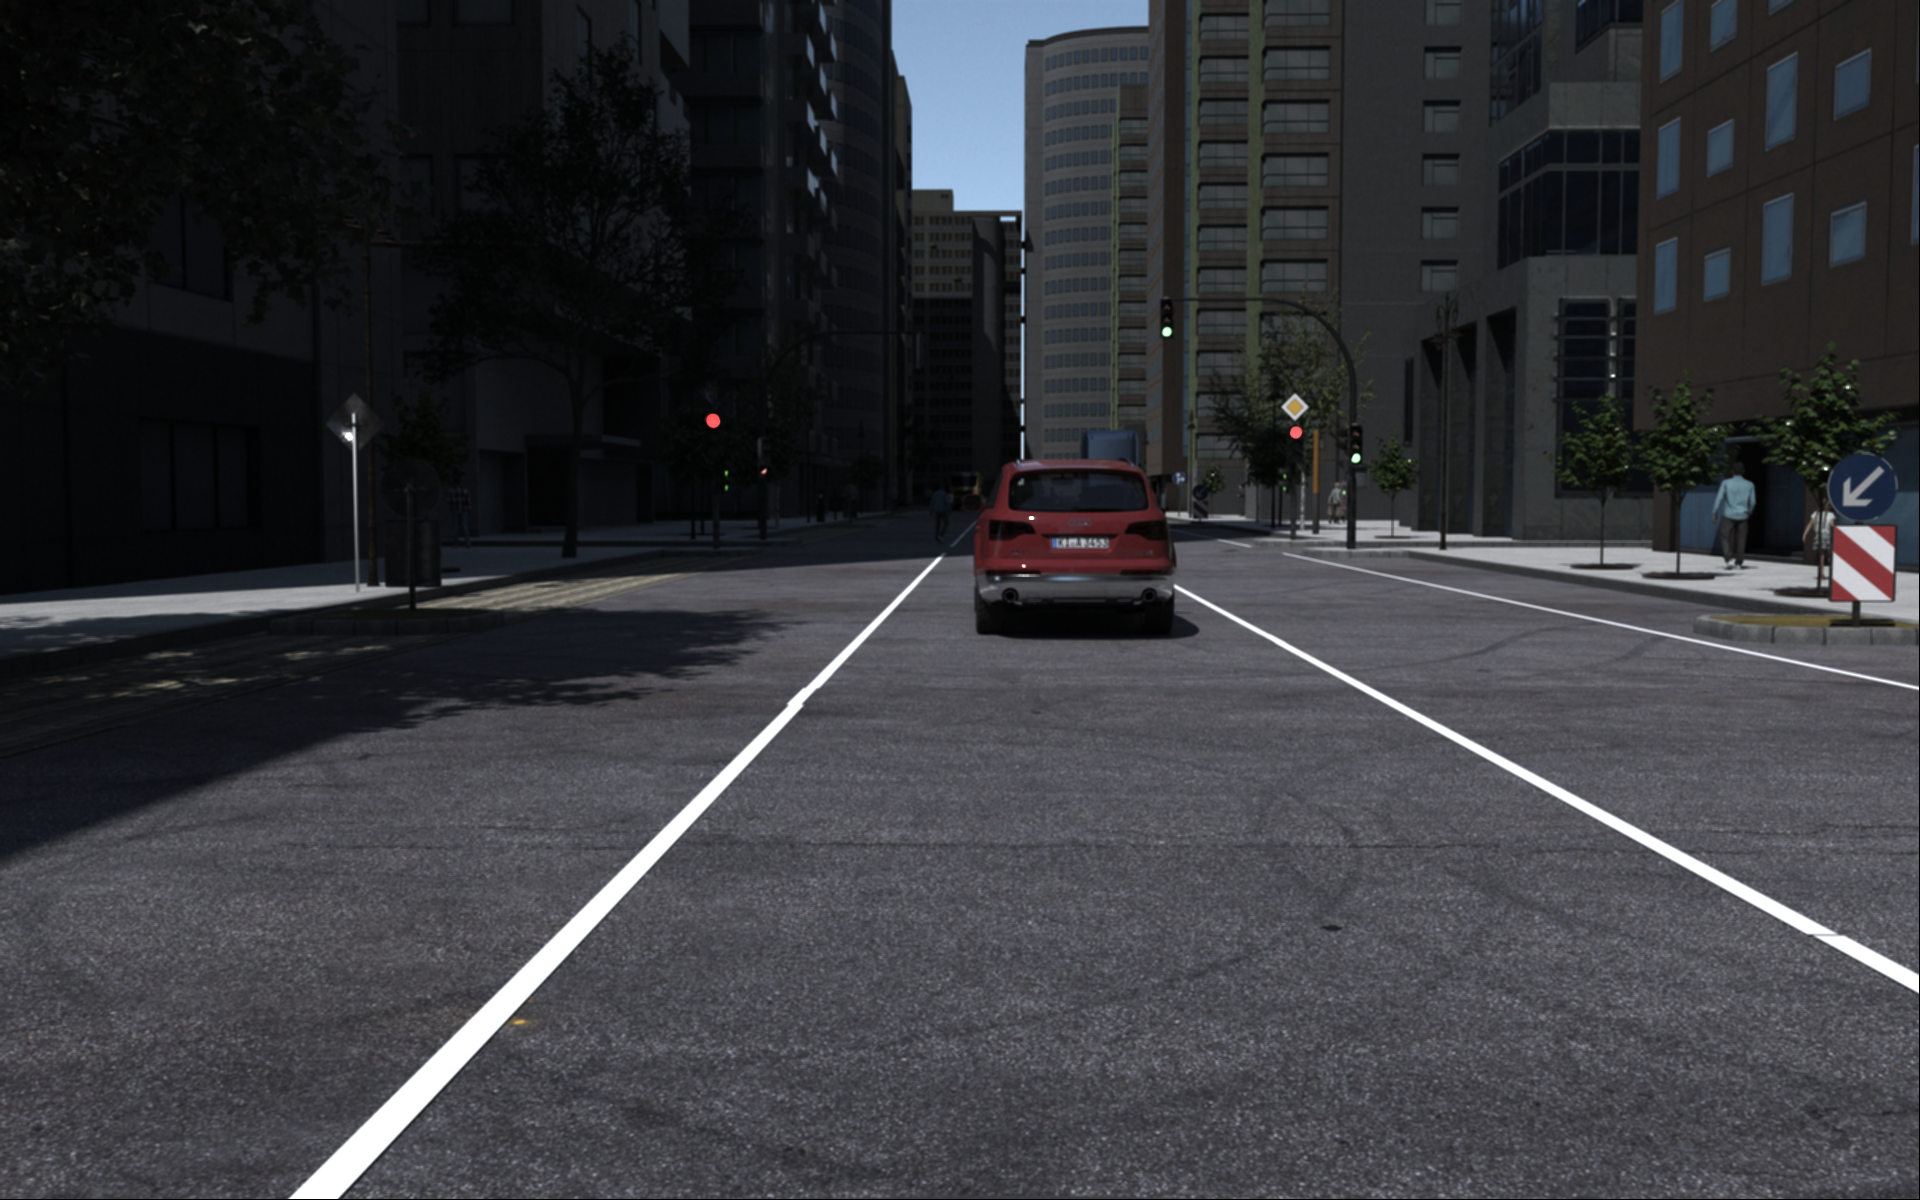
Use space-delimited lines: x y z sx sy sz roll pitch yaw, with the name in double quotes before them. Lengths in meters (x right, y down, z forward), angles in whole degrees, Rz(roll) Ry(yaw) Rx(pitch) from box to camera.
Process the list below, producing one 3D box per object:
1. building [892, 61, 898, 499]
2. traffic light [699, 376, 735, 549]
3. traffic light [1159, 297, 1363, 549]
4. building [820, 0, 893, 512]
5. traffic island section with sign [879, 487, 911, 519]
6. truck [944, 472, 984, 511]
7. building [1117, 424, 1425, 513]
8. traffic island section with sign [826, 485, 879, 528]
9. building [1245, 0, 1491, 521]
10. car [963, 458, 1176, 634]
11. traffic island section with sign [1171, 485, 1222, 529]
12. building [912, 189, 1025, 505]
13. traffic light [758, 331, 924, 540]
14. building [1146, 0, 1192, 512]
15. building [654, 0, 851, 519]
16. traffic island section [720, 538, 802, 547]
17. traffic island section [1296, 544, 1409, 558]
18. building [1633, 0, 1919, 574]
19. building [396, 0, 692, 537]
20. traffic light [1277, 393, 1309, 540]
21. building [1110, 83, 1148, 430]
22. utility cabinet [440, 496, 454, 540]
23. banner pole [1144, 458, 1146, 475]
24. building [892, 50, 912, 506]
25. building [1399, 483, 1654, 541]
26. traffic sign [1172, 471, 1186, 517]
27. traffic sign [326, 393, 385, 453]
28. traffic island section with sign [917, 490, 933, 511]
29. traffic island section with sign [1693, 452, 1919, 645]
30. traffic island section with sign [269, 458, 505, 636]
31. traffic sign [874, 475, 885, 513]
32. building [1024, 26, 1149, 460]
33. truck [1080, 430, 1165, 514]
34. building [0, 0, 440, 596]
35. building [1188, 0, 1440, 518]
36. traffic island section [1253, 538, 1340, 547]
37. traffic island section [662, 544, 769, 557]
"building" -13.229 -29.079 159.036 14.154 41.232 14.086 0 4 1
"traffic light" -5.696 -3.154 40.492 0.839 4.253 0.868 0 4 1
"traffic light" 6.968 -3.999 40.053 4.771 5.953 1.251 0 4 1
"building" -16.771 -36.406 137.238 21.231 58.520 28.212 0 4 1
"traffic island section with sign" -3.892 -5.664 101.237 1.989 1.847 2.006 0 4 1
"truck" 0.466 -9.525 151.655 3.469 3.379 9.791 0 4 2
"building" 26.124 -51.319 151.733 22.319 86.520 31.000 0 4 1
"traffic island section with sign" -4.596 -3.949 73.198 1.989 1.847 2.006 0 4 1
"building" 21.770 -24.830 89.566 14.154 41.232 14.086 0 4 1
"car" 1.168 -0.648 19.262 2.281 1.827 5.304 0 4 0
"traffic island section with sign" 9.912 -3.927 72.829 1.989 1.847 2.006 0 4 1
"building" -3.699 -32.526 223.677 23.993 40.220 32.217 0 4 1
"traffic light" -3.404 -4.513 48.458 4.771 5.953 1.251 0 4 1
"building" 21.621 -29.384 130.537 14.600 45.320 14.200 0 4 1
"building" -18.957 -29.355 99.565 23.786 49.044 30.456 0 4 1
"traffic island section" -5.537 -1.610 48.610 2.009 0.180 2.903 0 4 1
"traffic island section" 9.101 -1.099 40.255 2.009 0.180 2.903 0 4 1
"building" 21.967 -23.281 30.764 14.600 45.320 14.200 0 4 1
"building" -25.100 -28.941 62.421 28.713 52.752 27.495 0 4 1
"traffic light" 9.260 -3.621 48.125 0.839 4.253 0.868 0 4 1
"building" 22.692 -30.114 175.961 14.154 41.232 14.086 0 4 1
"utility cabinet" -14.508 -2.258 48.085 1.020 1.237 0.306 1 4 9
"banner pole" 12.858 -7.969 120.307 0.401 3.779 0.863 0 4 -4
"building" -16.226 -34.461 187.134 21.600 48.544 21.300 0 4 1
"building" 31.167 -45.433 55.502 31.000 86.520 22.319 0 4 1
"traffic sign" 12.185 -5.883 96.293 0.768 2.556 0.104 0 4 6
"traffic sign" -7.881 -1.397 22.573 0.795 2.593 0.064 0 4 5
"traffic island section with sign" -2.667 -8.667 150.330 1.989 1.847 2.006 0 4 1
"traffic island section with sign" 8.540 -0.533 17.345 1.989 1.847 2.006 0 4 1
"traffic island section with sign" -5.961 -0.596 18.367 1.989 1.847 2.006 0 4 1
"traffic sign" -5.478 -7.205 117.903 0.768 2.556 0.104 0 4 6
"building" 22.267 -41.305 217.341 28.212 58.520 21.231 0 4 1
"truck" 6.081 -4.746 67.353 2.967 4.110 18.799 0 4 2
"building" -22.129 -35.978 26.500 20.611 71.187 20.563 0 4 1
"building" 21.693 -26.179 111.619 14.154 41.232 14.086 0 4 1
"traffic island section" 9.300 -1.588 48.238 2.009 0.180 2.903 0 4 1
"traffic island section" -5.736 -1.122 40.628 2.009 0.180 2.903 0 4 1
